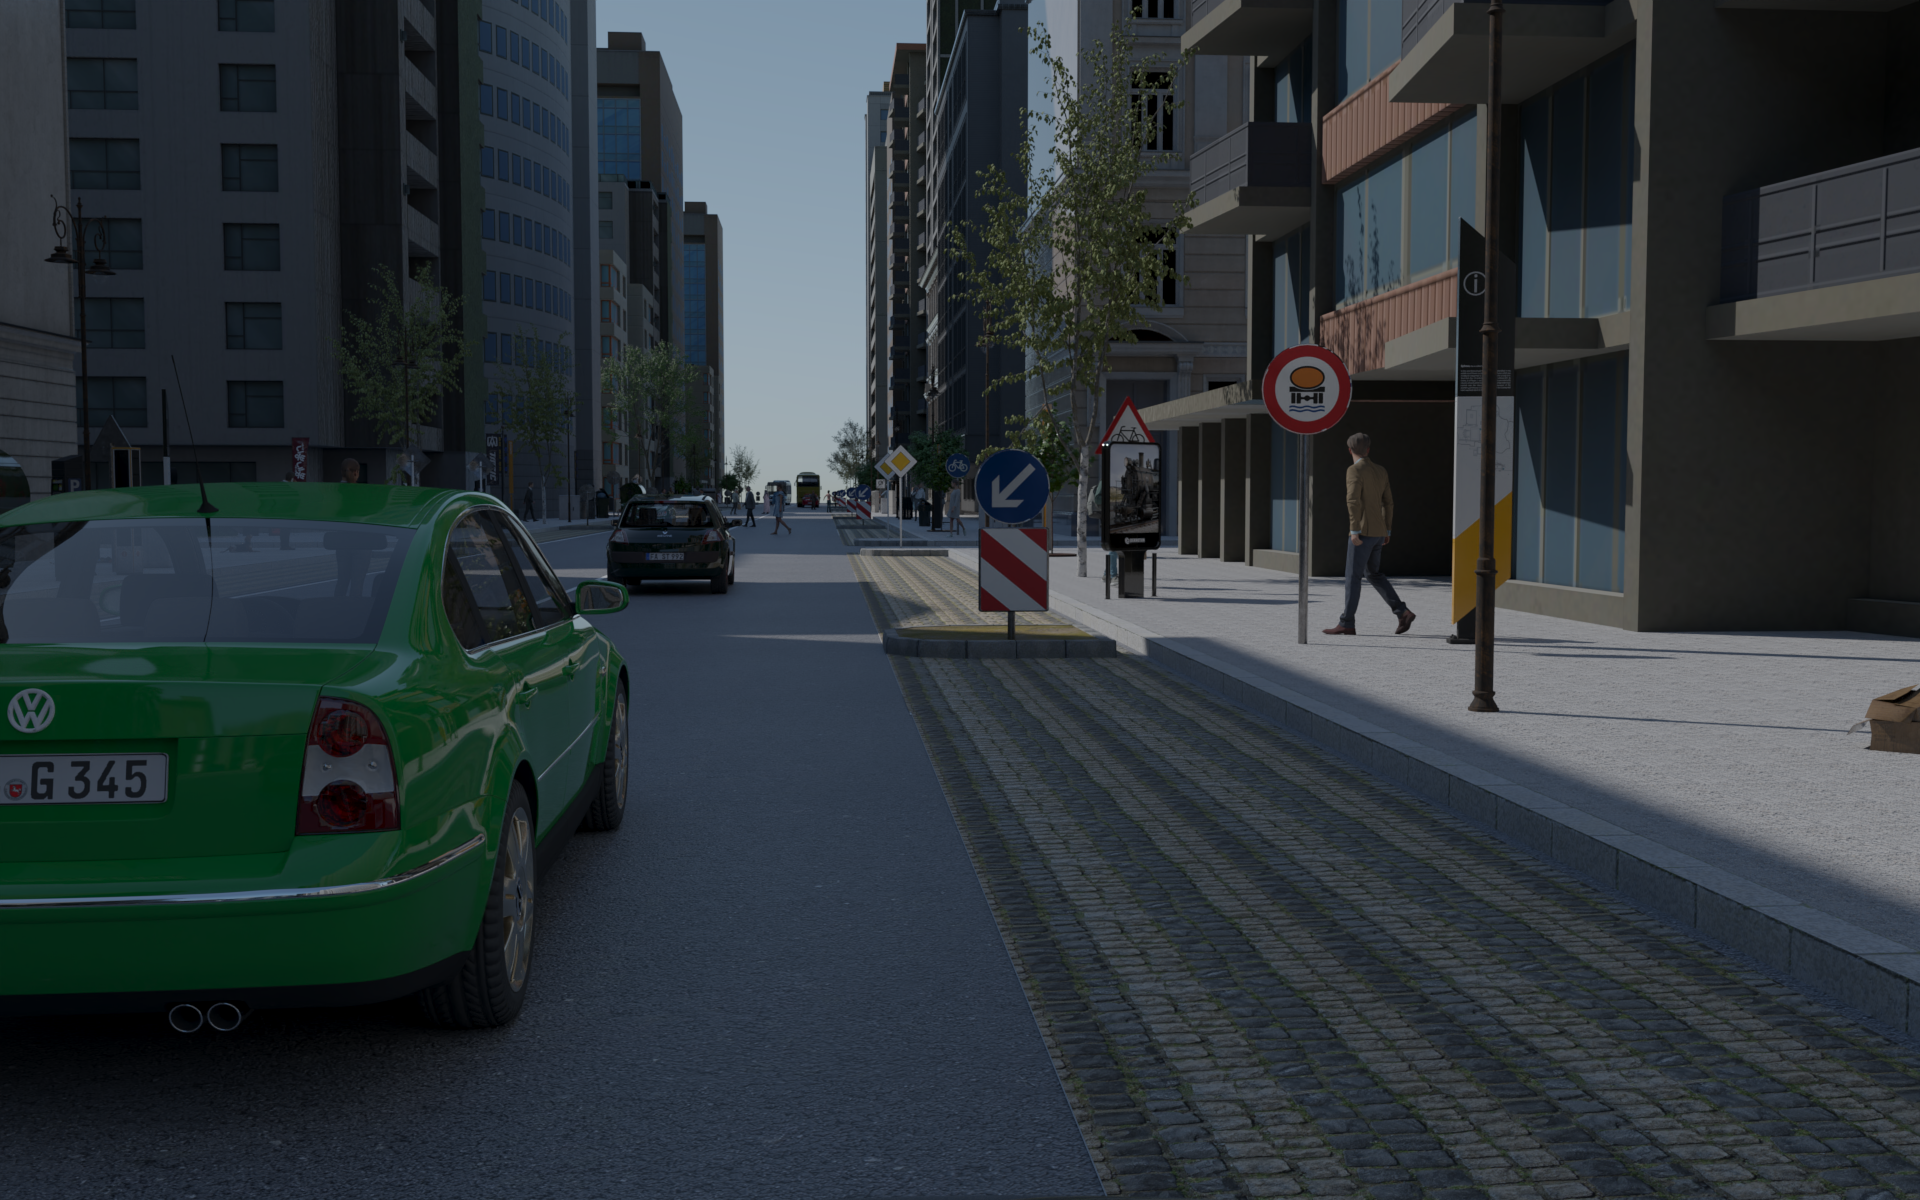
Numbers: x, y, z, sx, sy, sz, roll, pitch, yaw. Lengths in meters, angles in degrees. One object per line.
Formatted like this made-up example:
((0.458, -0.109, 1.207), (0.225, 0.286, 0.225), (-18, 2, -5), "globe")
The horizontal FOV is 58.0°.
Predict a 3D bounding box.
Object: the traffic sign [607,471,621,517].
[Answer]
((-19.006, -5.807, 95.043), (0.768, 2.556, 0.104), (0, 4, -4), "traffic sign")

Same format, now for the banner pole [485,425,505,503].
((-16.821, -4.462, 62.966), (0.863, 3.779, 0.401), (-2, 4, -32), "banner pole")

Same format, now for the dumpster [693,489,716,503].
((-19.840, -7.725, 134.514), (1.865, 1.857, 1.264), (0, 4, -4), "dumpster")

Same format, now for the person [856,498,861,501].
((-10.341, -10.450, 177.344), (0.683, 1.767, 0.568), (0, 4, -2), "person")

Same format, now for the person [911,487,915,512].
((-3.268, -7.147, 123.162), (0.793, 1.790, 0.793), (-2, 4, -35), "person")

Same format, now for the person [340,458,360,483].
((-6.153, -0.542, 17.631), (0.520, 1.790, 0.573), (0, 4, 3), "person")

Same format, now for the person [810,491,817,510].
((-13.443, -9.184, 159.211), (0.434, 1.755, 0.990), (-3, 5, -41), "person")

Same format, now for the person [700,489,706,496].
((-17.647, -6.732, 118.920), (0.623, 1.781, 0.721), (1, 4, 20), "person")

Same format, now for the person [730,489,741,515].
((-15.577, -6.811, 120.347), (0.782, 1.767, 0.515), (3, 5, 41), "person")

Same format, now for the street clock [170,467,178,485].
((-21.452, -2.604, 47.154), (0.358, 2.002, 0.471), (-3, 4, -36), "street clock")

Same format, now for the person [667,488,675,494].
((-23.025, -8.070, 138.080), (1.348, 1.812, 0.705), (-3, 4, -39), "person")

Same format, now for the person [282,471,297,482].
((-15.454, -2.050, 39.742), (0.592, 1.802, 0.473), (2, 4, 29), "person")

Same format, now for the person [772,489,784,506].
((-9.253, -4.847, 88.096), (0.601, 1.785, 0.444), (0, 4, -5), "person")

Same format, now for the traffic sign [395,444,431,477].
((-12.637, -2.313, 40.001), (0.795, 2.593, 0.064), (0, 4, -5), "traffic sign")

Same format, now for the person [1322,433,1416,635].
((3.741, -0.602, 15.799), (0.836, 1.842, 0.656), (1, 4, 14), "person")

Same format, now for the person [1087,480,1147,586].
((2.181, -1.096, 23.940), (0.794, 1.824, 0.713), (-2, 4, -31), "person")

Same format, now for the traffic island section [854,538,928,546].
((-1.985, -1.629, 48.916), (2.009, 0.180, 2.903), (0, 4, -5), "traffic island section")

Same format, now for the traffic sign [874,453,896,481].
((-2.008, -2.853, 48.831), (0.795, 2.593, 0.064), (0, 4, -5), "traffic sign")

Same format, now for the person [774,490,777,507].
((-12.329, -6.596, 116.691), (0.624, 1.780, 0.694), (-2, 4, -27), "person")

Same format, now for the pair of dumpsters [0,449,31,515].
((-13.278, -1.161, 21.470), (1.574, 2.255, 4.437), (0, 4, -5), "pair of dumpsters")

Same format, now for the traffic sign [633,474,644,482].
((-20.697, -6.810, 111.076), (0.795, 2.593, 0.064), (0, 4, -1), "traffic sign")

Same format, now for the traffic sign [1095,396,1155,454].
((2.230, -1.412, 23.090), (0.884, 2.594, 0.081), (0, 4, -1), "traffic sign")

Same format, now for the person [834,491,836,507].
((-13.461, -10.801, 185.810), (0.721, 1.735, 1.217), (0, 4, 4), "person")

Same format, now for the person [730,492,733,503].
((-33.739, -15.275, 255.879), (0.705, 1.814, 1.350), (2, 4, 28), "person")

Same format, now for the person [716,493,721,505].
((-27.426, -11.359, 195.017), (1.065, 1.426, 0.557), (-1, 4, -20), "person")

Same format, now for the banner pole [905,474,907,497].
((-3.461, -7.401, 111.016), (0.401, 3.779, 0.863), (-1, 4, -10), "banner pole")

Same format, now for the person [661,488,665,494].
((-17.597, -5.757, 102.986), (0.532, 1.782, 0.716), (1, 4, 16), "person")

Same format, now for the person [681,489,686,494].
((-22.926, -8.400, 144.099), (1.217, 1.735, 0.721), (3, 5, 41), "person")

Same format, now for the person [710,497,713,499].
((-11.776, -4.263, 82.452), (0.590, 1.304, 0.306), (-3, 5, -40), "person")

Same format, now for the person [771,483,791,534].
((-6.300, -3.203, 60.959), (0.778, 1.811, 0.616), (1, 4, 11), "person")

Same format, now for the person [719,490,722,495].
((-32.953, -14.162, 237.599), (0.705, 1.824, 1.348), (2, 4, 26), "person")

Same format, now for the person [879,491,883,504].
((-9.963, -12.872, 217.966), (0.415, 1.643, 0.593), (2, 4, 27), "person")

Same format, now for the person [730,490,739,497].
((-29.747, -13.579, 228.069), (1.348, 1.823, 0.705), (2, 4, 30), "person")

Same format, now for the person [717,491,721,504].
((-30.425, -12.975, 218.853), (0.551, 1.740, 0.621), (0, 4, -8), "person")

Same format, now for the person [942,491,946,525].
((-0.854, -4.044, 72.345), (0.537, 1.800, 0.526), (1, 4, 23), "person")

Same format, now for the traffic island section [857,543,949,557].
((-1.354, -1.142, 40.955), (2.009, 0.180, 2.903), (0, 4, -5), "traffic island section")

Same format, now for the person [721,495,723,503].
((-32.961, -14.044, 238.847), (0.628, 1.438, 0.799), (0, 3, 0), "person")

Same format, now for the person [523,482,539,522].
((-19.812, -4.533, 79.939), (0.755, 1.850, 0.659), (-1, 4, -11), "person")

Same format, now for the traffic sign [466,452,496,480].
((-13.269, -2.799, 47.961), (0.795, 2.593, 0.064), (0, 4, -5), "traffic sign")

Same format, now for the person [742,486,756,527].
((-9.197, -4.052, 75.152), (0.834, 1.777, 0.661), (-3, 5, -43), "person")

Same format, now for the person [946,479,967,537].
((-0.123, -2.742, 51.622), (0.466, 1.731, 0.760), (3, 4, 38), "person")

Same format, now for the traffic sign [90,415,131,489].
((-13.926, -1.740, 28.447), (0.884, 2.594, 0.081), (0, 4, 1), "traffic sign")

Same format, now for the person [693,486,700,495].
((-13.529, -4.923, 89.093), (0.850, 1.850, 0.679), (-2, 4, -26), "person")

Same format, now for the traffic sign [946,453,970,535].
((-0.065, -3.309, 54.200), (0.768, 2.556, 0.104), (0, 4, -2), "traffic sign")

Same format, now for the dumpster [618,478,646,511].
((-19.898, -6.273, 105.062), (1.502, 2.255, 1.985), (0, 4, -5), "dumpster")

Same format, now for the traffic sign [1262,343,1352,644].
((2.937, -0.897, 14.764), (0.768, 2.556, 0.104), (0, 4, -2), "traffic sign")

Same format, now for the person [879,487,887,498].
((-5.816, -8.032, 137.351), (1.348, 1.826, 0.705), (-2, 4, -25), "person")

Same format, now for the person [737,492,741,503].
((-32.425, -15.061, 253.008), (0.721, 1.735, 1.217), (3, 5, 43), "person")

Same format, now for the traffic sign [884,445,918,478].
((-1.377, -2.366, 40.871), (0.795, 2.593, 0.064), (0, 4, -5), "traffic sign")

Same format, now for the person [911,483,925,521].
((-1.975, -4.599, 81.345), (0.679, 1.850, 0.850), (-1, 4, -11), "person")

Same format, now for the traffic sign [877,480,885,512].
((-5.527, -7.249, 120.658), (0.606, 2.300, 0.079), (0, 4, -4), "traffic sign")
